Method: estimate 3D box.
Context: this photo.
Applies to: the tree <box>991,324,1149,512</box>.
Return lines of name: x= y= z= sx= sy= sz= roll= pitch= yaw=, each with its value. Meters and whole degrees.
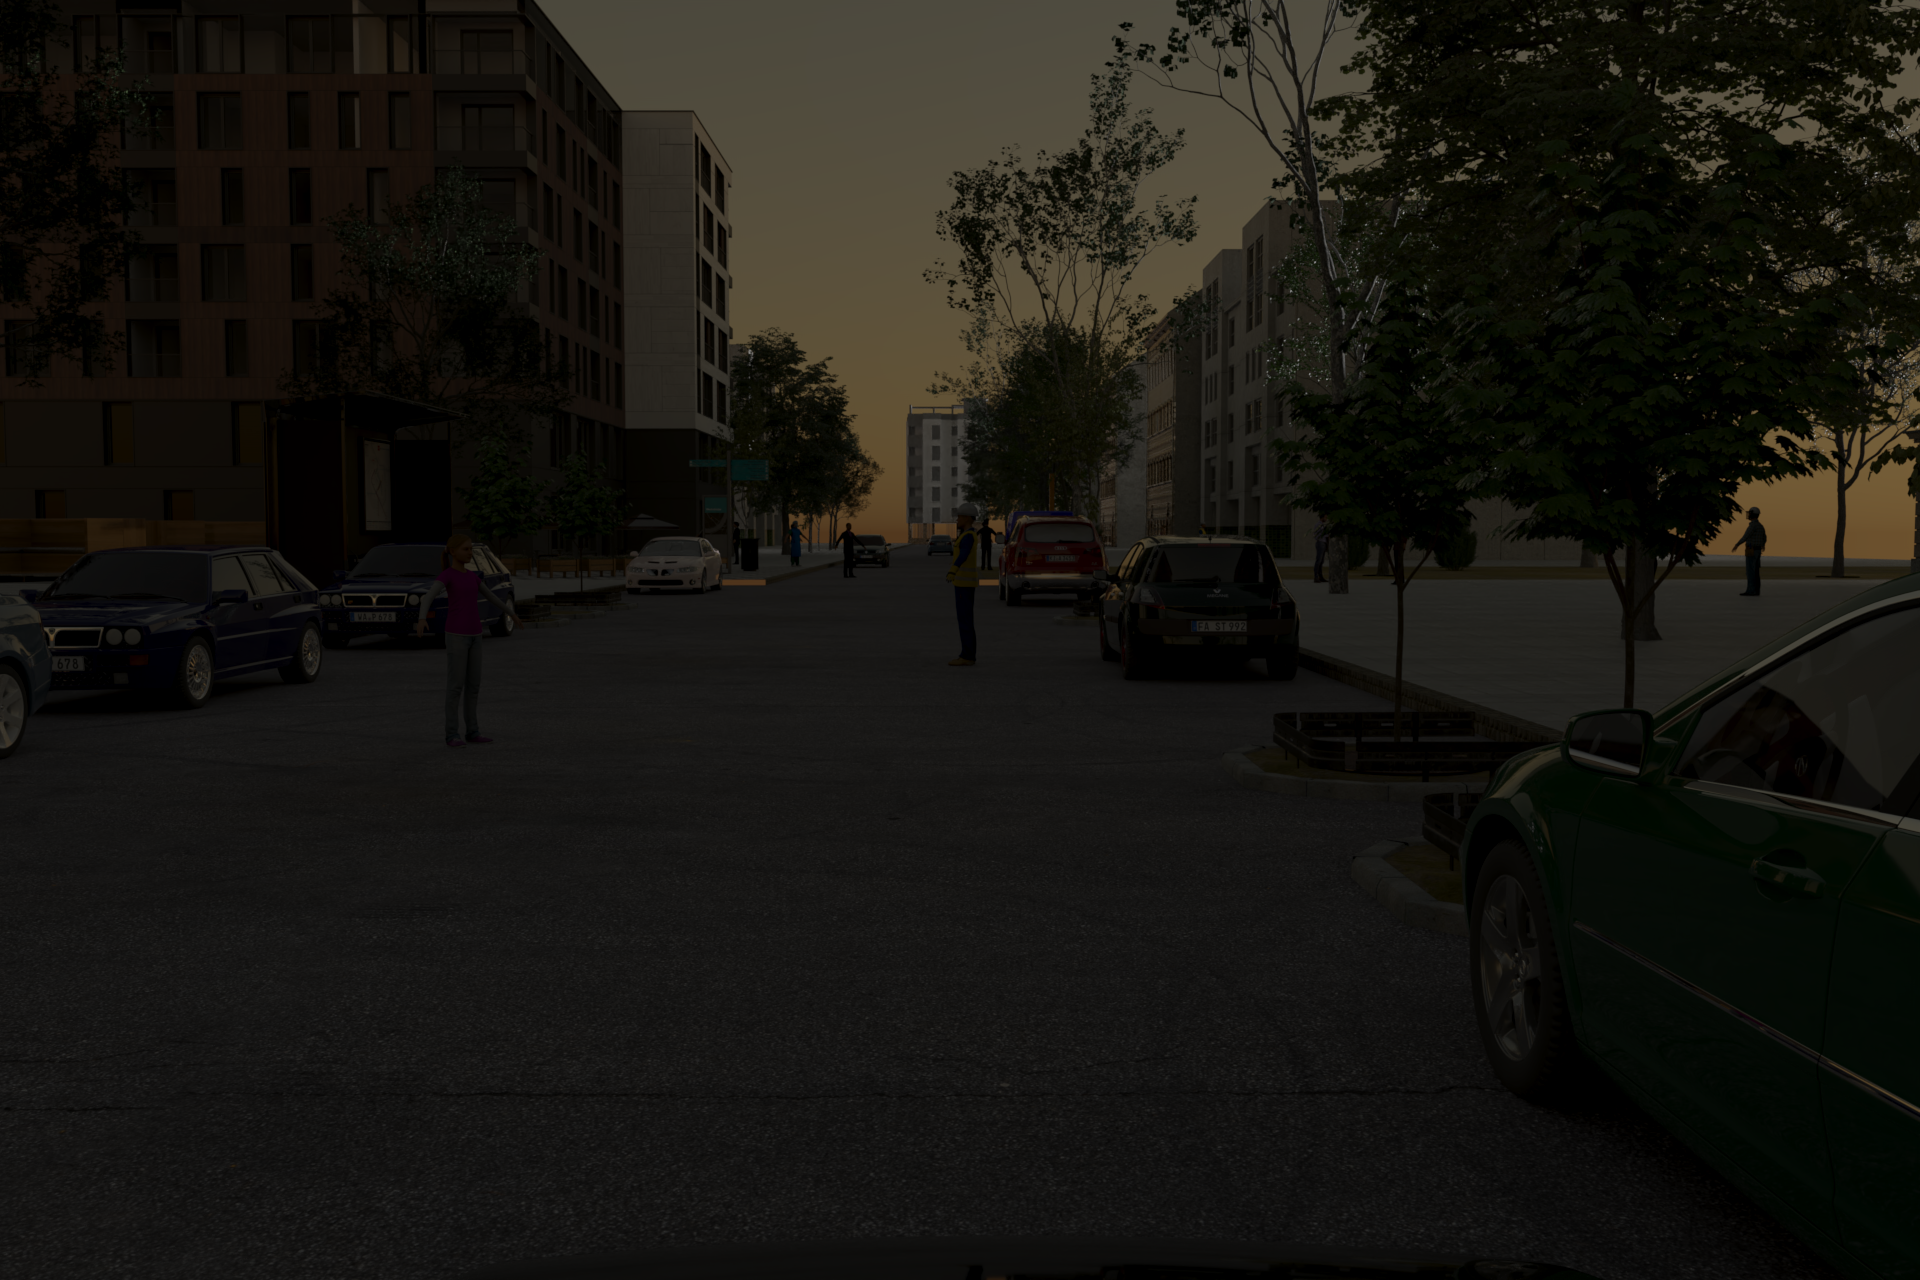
tree: x=5.390 y=-9.726 z=84.778 sx=9.928 sy=11.665 sz=9.643 roll=0 pitch=3 yaw=0

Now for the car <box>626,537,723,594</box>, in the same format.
car: x=-7.017 y=-1.866 z=42.872 sx=2.083 sy=1.381 sz=4.827 roll=0 pitch=4 yaw=0

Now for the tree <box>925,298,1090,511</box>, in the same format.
tree: x=4.012 y=-17.354 z=139.630 sx=12.611 sy=20.169 sz=13.585 roll=0 pitch=3 yaw=0

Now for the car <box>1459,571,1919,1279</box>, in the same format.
car: x=2.327 y=0.537 z=3.017 sx=2.131 sy=1.459 sz=4.920 roll=0 pitch=4 yaw=-1

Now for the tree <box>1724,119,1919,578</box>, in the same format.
tree: x=25.966 y=-8.571 z=50.498 sx=12.009 sy=13.543 sz=11.850 roll=0 pitch=3 yaw=0

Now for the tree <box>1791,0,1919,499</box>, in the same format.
tree: x=8.278 y=-3.832 z=13.023 sx=4.737 sy=8.622 sz=4.395 roll=0 pitch=3 yaw=0

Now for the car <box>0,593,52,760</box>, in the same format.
car: x=-6.934 y=0.139 z=9.732 sx=2.014 sy=1.417 sz=4.499 roll=0 pitch=3 yaw=0

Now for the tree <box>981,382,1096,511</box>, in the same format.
tree: x=5.028 y=-11.920 z=113.022 sx=7.486 sy=12.596 sz=7.792 roll=0 pitch=3 yaw=0

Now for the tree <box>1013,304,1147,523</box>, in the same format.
tree: x=3.942 y=-6.384 z=54.740 sx=4.737 sy=8.622 sz=4.395 roll=0 pitch=3 yaw=0

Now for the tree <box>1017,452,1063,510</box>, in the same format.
tree: x=5.438 y=-10.733 z=125.841 sx=4.737 sy=8.622 sz=4.395 roll=0 pitch=3 yaw=0

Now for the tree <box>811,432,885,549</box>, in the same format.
tree: x=-10.842 y=-13.099 z=148.585 sx=8.767 sy=10.594 sz=7.601 roll=-1 pitch=4 yaw=-12

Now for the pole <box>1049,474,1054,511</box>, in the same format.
pole: x=3.100 y=-3.956 z=58.516 sx=0.158 sy=3.312 sz=0.155 roll=0 pitch=3 yaw=0

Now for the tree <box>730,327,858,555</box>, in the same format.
tree: x=-10.642 y=-12.198 z=106.090 sx=9.857 sy=13.997 sz=8.962 roll=0 pitch=3 yaw=0

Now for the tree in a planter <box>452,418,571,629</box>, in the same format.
tree in a planter: x=-7.172 y=-1.819 z=26.962 sx=1.991 sy=3.239 sz=1.994 roll=0 pitch=4 yaw=-1

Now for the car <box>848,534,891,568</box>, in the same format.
car: x=-3.951 y=-3.979 z=74.837 sx=2.009 sy=1.686 sz=4.222 roll=0 pitch=4 yaw=0

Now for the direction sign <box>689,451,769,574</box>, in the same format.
direction sign: x=-7.392 y=-4.116 z=56.058 sx=2.525 sy=3.948 sz=1.411 roll=0 pitch=4 yaw=0

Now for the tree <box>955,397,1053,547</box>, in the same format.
tree: x=4.262 y=-15.195 z=155.087 sx=9.857 sy=13.997 sz=8.962 roll=0 pitch=3 yaw=0

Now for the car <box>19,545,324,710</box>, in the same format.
car: x=-7.084 y=-0.170 z=15.361 sx=1.945 sy=1.354 sz=3.894 roll=0 pitch=4 yaw=0

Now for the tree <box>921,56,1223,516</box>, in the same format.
tree: x=4.694 y=-13.158 z=71.015 sx=12.611 sy=20.169 sz=13.585 roll=0 pitch=3 yaw=0

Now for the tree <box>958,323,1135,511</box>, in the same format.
tree: x=5.106 y=-11.604 z=100.093 sx=12.009 sy=13.543 sz=11.850 roll=0 pitch=3 yaw=0

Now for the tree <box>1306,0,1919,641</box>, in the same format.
tree: x=7.840 y=-6.277 z=20.749 sx=7.486 sy=12.596 sz=7.792 roll=0 pitch=3 yaw=0

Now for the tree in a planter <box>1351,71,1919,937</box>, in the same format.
tree in a planter: x=2.624 y=-0.582 z=6.743 sx=1.991 sy=3.239 sz=1.994 roll=0 pitch=4 yaw=0

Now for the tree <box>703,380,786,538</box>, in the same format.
tree: x=-10.324 y=-8.128 z=83.257 sx=4.737 sy=8.622 sz=4.395 roll=0 pitch=3 yaw=0

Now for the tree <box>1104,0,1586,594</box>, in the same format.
tree: x=8.523 y=-10.972 z=35.282 sx=12.611 sy=20.169 sz=13.585 roll=0 pitch=3 yaw=0

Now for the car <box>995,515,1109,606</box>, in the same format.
car: x=1.889 y=-1.671 z=35.988 sx=2.281 sy=1.827 sz=5.304 roll=0 pitch=4 yaw=-1

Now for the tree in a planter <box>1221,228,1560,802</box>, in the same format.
tree in a planter: x=2.598 y=-0.792 z=10.168 sx=1.991 sy=3.239 sz=1.994 roll=0 pitch=3 yaw=0

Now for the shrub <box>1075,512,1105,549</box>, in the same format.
shrub: x=4.182 y=-3.426 z=60.055 sx=1.661 sy=2.075 sz=1.752 roll=0 pitch=3 yaw=0

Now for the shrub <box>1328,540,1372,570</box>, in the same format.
shrub: x=13.816 y=-3.521 z=61.602 sx=1.661 sy=2.075 sz=1.752 roll=0 pitch=3 yaw=0

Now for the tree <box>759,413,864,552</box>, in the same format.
tree: x=-10.815 y=-11.555 z=123.339 sx=8.767 sy=10.594 sz=7.601 roll=0 pitch=4 yaw=6

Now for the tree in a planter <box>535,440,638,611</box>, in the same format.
tree in a planter: x=-7.243 y=-2.191 z=33.047 sx=1.991 sy=3.239 sz=1.994 roll=0 pitch=4 yaw=0

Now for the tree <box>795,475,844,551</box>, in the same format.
tree: x=-10.741 y=-11.054 z=131.094 sx=4.737 sy=8.622 sz=4.395 roll=0 pitch=3 yaw=0

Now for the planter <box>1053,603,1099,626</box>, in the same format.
planter: x=2.510 y=-0.413 z=27.894 sx=1.991 sy=0.319 sz=1.994 roll=0 pitch=4 yaw=-1

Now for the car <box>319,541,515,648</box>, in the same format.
car: x=-7.145 y=-0.634 z=22.954 sx=1.945 sy=1.354 sz=3.894 roll=0 pitch=4 yaw=0

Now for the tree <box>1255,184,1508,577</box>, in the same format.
tree: x=12.793 y=-7.729 z=52.120 sx=9.928 sy=11.665 sz=9.643 roll=0 pitch=3 yaw=0

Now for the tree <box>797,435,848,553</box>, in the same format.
tree: x=-10.166 y=-10.106 z=115.599 sx=4.360 sy=8.622 sz=3.978 roll=0 pitch=3 yaw=0

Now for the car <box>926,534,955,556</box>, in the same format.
car: x=-1.282 y=-6.348 z=115.794 sx=2.014 sy=1.417 sz=4.499 roll=0 pitch=4 yaw=0

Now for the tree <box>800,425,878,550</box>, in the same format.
tree: x=-10.410 y=-12.408 z=137.290 sx=8.767 sy=10.594 sz=7.601 roll=1 pitch=4 yaw=8

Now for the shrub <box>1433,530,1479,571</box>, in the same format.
shrub: x=17.325 y=-3.439 z=60.648 sx=1.690 sy=2.028 sz=1.600 roll=0 pitch=3 yaw=0

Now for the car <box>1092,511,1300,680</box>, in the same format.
car: x=2.450 y=-0.526 z=18.394 sx=2.009 sy=1.686 sz=4.222 roll=0 pitch=3 yaw=0
